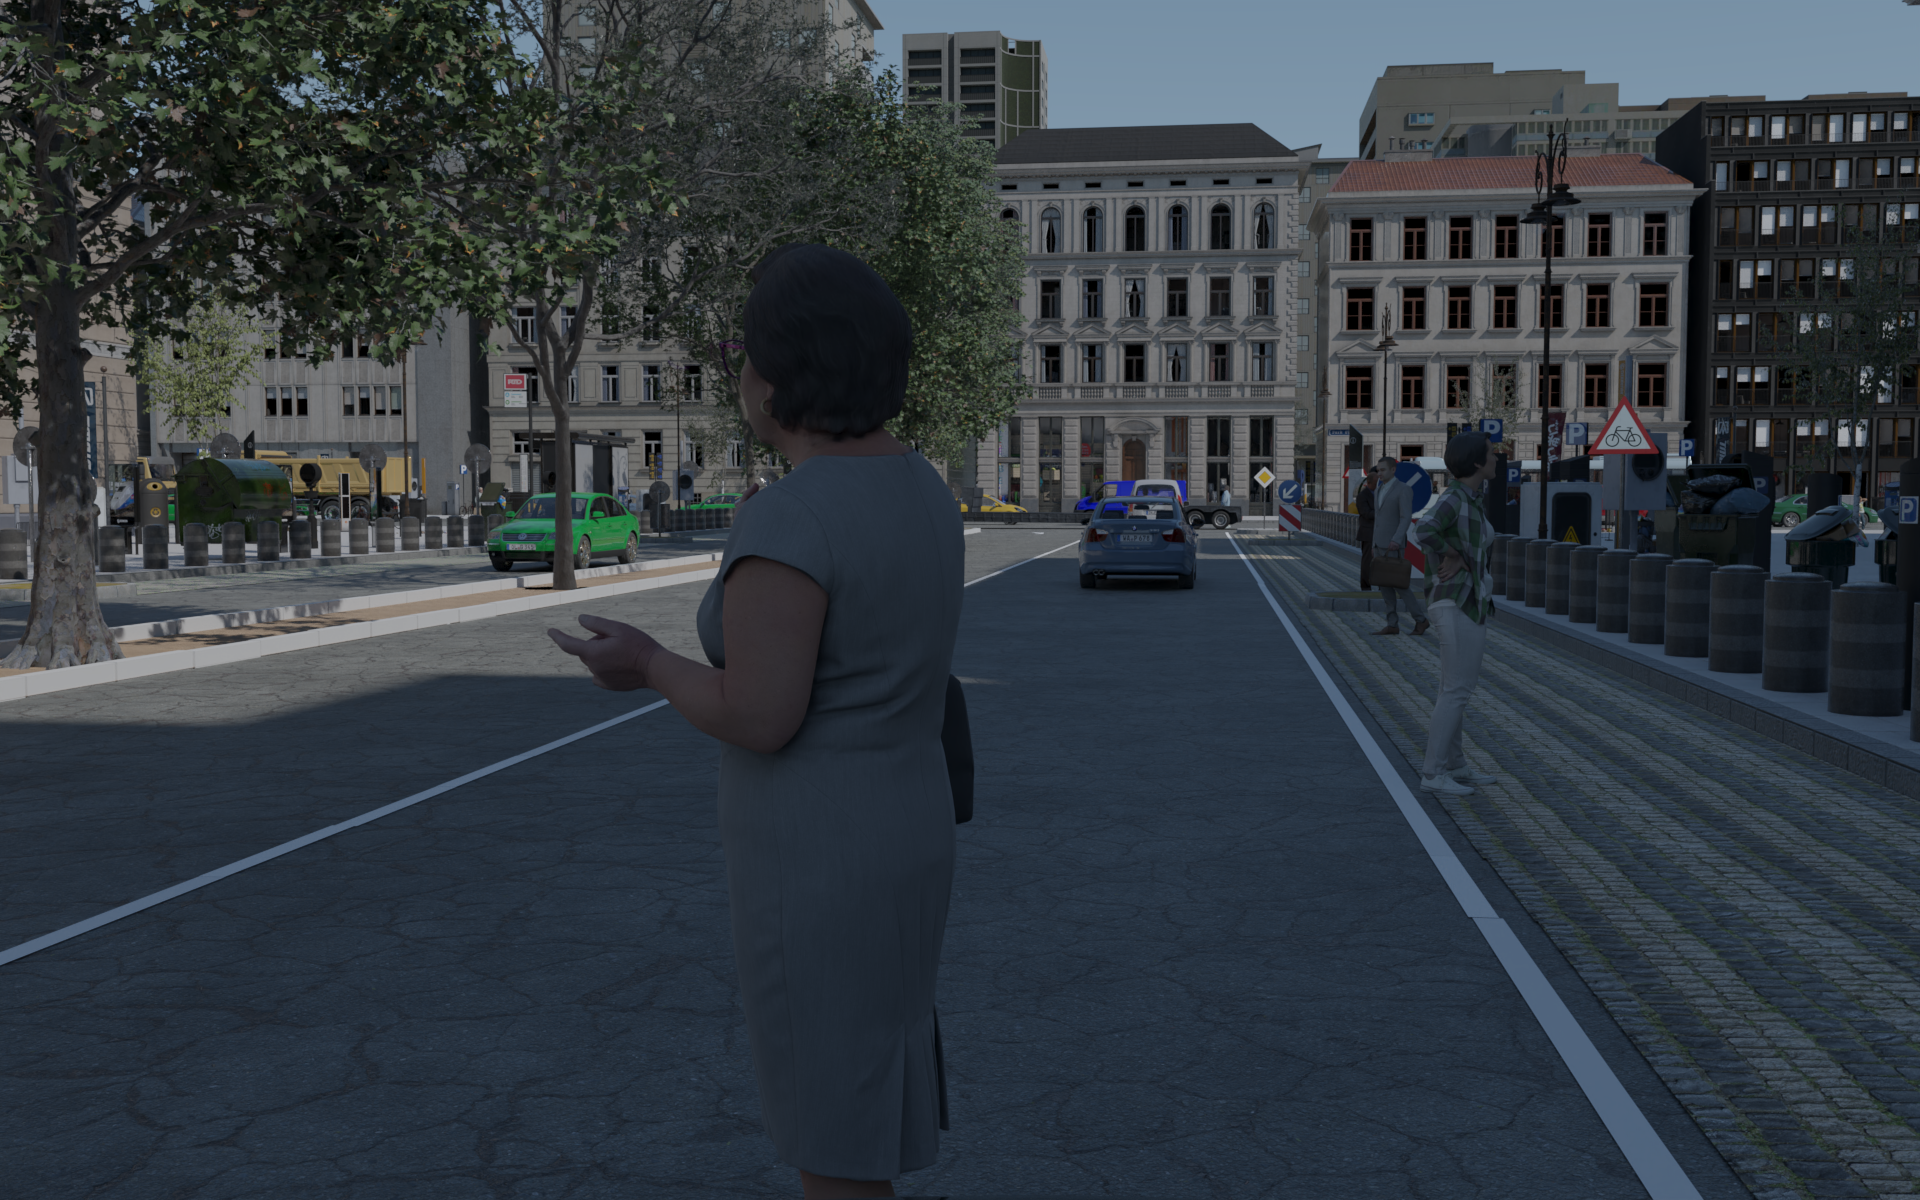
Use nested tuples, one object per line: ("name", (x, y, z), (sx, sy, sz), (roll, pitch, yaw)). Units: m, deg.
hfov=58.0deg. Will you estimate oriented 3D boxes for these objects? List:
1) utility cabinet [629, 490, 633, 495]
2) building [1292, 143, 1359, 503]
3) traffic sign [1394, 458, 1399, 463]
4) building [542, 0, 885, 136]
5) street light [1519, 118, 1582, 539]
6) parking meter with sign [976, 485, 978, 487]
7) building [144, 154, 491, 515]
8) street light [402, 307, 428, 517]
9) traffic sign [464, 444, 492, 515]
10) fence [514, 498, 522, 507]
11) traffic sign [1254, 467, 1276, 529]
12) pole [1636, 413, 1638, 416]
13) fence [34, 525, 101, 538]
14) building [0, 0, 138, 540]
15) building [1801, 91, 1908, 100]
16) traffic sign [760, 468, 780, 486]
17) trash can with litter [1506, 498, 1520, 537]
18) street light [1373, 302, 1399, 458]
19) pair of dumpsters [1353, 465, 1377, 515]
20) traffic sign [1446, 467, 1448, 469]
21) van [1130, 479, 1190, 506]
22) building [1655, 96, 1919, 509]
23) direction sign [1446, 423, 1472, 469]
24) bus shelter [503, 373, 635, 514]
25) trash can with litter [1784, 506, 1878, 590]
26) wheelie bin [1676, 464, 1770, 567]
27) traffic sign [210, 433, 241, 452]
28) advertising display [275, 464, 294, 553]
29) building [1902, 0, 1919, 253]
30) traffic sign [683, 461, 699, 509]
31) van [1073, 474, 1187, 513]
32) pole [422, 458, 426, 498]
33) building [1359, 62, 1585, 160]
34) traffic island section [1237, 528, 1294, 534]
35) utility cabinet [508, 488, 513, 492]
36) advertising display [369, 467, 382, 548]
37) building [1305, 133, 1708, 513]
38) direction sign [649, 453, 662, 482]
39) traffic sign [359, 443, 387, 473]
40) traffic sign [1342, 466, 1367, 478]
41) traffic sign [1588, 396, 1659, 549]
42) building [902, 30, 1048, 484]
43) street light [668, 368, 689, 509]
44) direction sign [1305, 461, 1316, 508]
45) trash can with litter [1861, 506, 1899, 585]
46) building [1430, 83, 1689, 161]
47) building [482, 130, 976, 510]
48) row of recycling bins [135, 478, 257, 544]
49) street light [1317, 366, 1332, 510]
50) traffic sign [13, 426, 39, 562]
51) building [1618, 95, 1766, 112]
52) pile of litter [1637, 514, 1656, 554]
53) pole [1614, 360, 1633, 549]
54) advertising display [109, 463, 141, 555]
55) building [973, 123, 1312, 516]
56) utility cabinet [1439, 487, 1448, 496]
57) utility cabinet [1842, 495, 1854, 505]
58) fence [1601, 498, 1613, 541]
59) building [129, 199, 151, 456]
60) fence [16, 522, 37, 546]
("utility cabinet", (-18.665, -5.354, 96.224), (1.173, 1.500, 0.318), (3, 5, 40))
("building", (62.700, -41.457, 267.055), (27.495, 52.752, 28.713), (0, 4, 8))
("traffic sign", (15.127, -3.717, 60.886), (0.768, 2.556, 0.104), (1, 4, 17))
("building", (-23.683, -35.686, 172.704), (28.713, 52.752, 27.495), (0, 4, 8))
("street light", (7.386, -2.999, 21.816), (0.468, 5.910, 1.993), (0, 4, 8))
("parking meter with sign", (1.387, -9.253, 147.551), (1.738, 3.016, 0.543), (1, 4, 15))
("building", (-39.952, -18.007, 112.441), (19.932, 24.808, 12.078), (0, 4, 8))
("street light", (-12.893, -4.127, 40.259), (0.468, 5.910, 1.993), (0, 4, 8))
("traffic sign", (-12.173, -2.667, 43.704), (0.768, 2.556, 0.104), (1, 4, 14))
("fence", (-13.760, -2.621, 54.049), (2.264, 1.192, 0.480), (1, 4, 16))
("traffic sign", (11.097, -3.638, 63.121), (0.795, 2.450, 0.064), (0, 4, 8))
("pole", (16.989, -3.051, 43.729), (0.158, 3.312, 0.155), (0, 3, 0))
("fence", (-15.960, -0.973, 31.280), (0.278, 0.683, 2.069), (0, 4, 4))
("building", (-36.009, -16.058, 48.453), (20.117, 28.700, 13.634), (0, 4, 8))
("building", (93.110, -33.059, 190.622), (14.200, 45.320, 14.600), (0, 4, 8))
("traffic sign", (-7.219, -3.794, 65.675), (0.795, 2.450, 0.064), (0, 4, 8))
("trash can with litter", (10.962, -1.368, 33.421), (2.233, 1.210, 1.678), (0, 4, -3))
("street light", (10.289, -4.231, 41.961), (0.468, 5.910, 1.993), (0, 4, 8))
("pair of dumpsters", (13.367, -3.189, 54.630), (1.574, 2.255, 4.437), (0, 4, 8))
("traffic sign", (13.380, -2.834, 46.448), (0.768, 2.556, 0.104), (1, 4, 10))
("van", (5.771, -2.697, 51.108), (2.013, 2.044, 4.112), (0, 4, 6))
("building", (50.092, -16.586, 100.860), (15.834, 23.373, 12.332), (0, 4, 8))
("direction sign", (15.856, -3.858, 55.083), (0.876, 3.537, 0.379), (-1, 4, -16))
("bus shelter", (-13.710, -5.045, 60.115), (2.179, 5.291, 8.768), (0, 4, 8))
("trash can with litter", (7.913, -0.301, 16.316), (1.055, 1.170, 0.624), (-1, 4, -9))
("wheelie bin", (7.985, -0.630, 18.211), (0.980, 1.594, 0.693), (3, 5, 42))
("traffic sign", (-15.259, -2.193, 35.969), (0.768, 2.556, 0.104), (1, 4, 17))
("advertising display", (-14.787, -1.989, 37.727), (0.123, 1.923, 0.974), (0, 4, 3))
("building", (29.627, -11.690, 32.929), (13.314, 21.916, 24.055), (0, 4, 8))
("traffic sign", (-10.326, -4.035, 66.075), (0.768, 2.556, 0.104), (1, 4, 12))
("van", (7.809, -4.576, 79.208), (5.245, 2.365, 2.240), (0, 4, 7))
("pole", (-30.491, -6.401, 98.496), (0.158, 3.312, 0.155), (0, 3, 0))
("building", (55.830, -34.763, 192.069), (21.300, 48.544, 21.600), (0, 4, 8))
("traffic island section", (11.122, -2.502, 63.195), (2.009, 0.180, 2.903), (0, 4, 8))
("utility cabinet", (-16.684, -3.317, 62.906), (0.318, 1.500, 1.173), (1, 4, 16))
("advertising display", (-14.013, -2.221, 41.535), (0.123, 1.923, 0.974), (-2, 4, -28))
("building", (31.576, -16.324, 103.053), (21.152, 22.565, 11.583), (0, 4, 8))
("direction sign", (-16.690, -6.301, 95.012), (0.379, 3.537, 0.876), (3, 5, 43))
("traffic sign", (-14.795, -2.663, 43.642), (0.768, 2.556, 0.104), (1, 4, 11))
("traffic sign", (13.219, -3.543, 57.933), (0.884, 2.594, 0.081), (1, 4, 17))
("traffic sign", (8.824, -1.412, 23.085), (0.884, 2.594, 0.081), (1, 4, 16))
("building", (2.557, -50.946, 271.216), (20.611, 71.187, 20.563), (0, 4, 8))
("street light", (-9.892, -5.387, 60.872), (0.468, 5.910, 1.993), (0, 4, 8))
("direction sign", (24.045, -7.731, 118.391), (0.876, 3.537, 0.379), (0, 4, 1))
("trash can with litter", (9.142, -0.303, 16.349), (0.624, 1.170, 1.055), (0, 4, -5))
("building", (58.581, -29.163, 168.700), (32.217, 40.220, 23.993), (0, 4, 8))
("building", (-13.960, -17.030, 111.732), (30.059, 22.955, 16.112), (0, 4, 8))
("row of recycling bins", (-19.429, -2.298, 44.679), (3.534, 1.692, 1.069), (0, 4, -7))
("street light", (13.110, -5.483, 62.439), (0.468, 5.910, 1.993), (0, 4, 8))
("traffic sign", (-17.408, -1.978, 32.448), (0.768, 2.556, 0.104), (1, 4, 11))
("building", (78.992, -33.155, 192.189), (14.200, 45.320, 14.600), (0, 4, 8))
("pile of litter", (15.091, -1.443, 37.565), (1.176, 0.858, 1.719), (3, 4, 36))
("pole", (10.146, -1.996, 26.480), (0.158, 3.312, 0.155), (0, 3, 0))
("advertising display", (-17.753, -1.930, 36.769), (0.974, 1.923, 0.123), (2, 4, 32))
("building", (10.800, -16.908, 105.318), (19.941, 23.489, 11.050), (0, 4, 8))
("utility cabinet", (16.702, -3.029, 58.209), (1.173, 1.500, 0.318), (1, 4, 11))
("utility cabinet", (47.298, -4.961, 92.266), (1.020, 1.237, 0.306), (2, 4, 32))
("fence", (16.824, -2.240, 47.828), (2.264, 1.192, 0.480), (1, 4, 14))
("building", (-61.018, -17.063, 115.137), (21.152, 22.565, 11.583), (0, 4, 8))
("fence", (-20.092, -1.361, 37.634), (0.278, 0.683, 2.069), (0, 4, -8))
